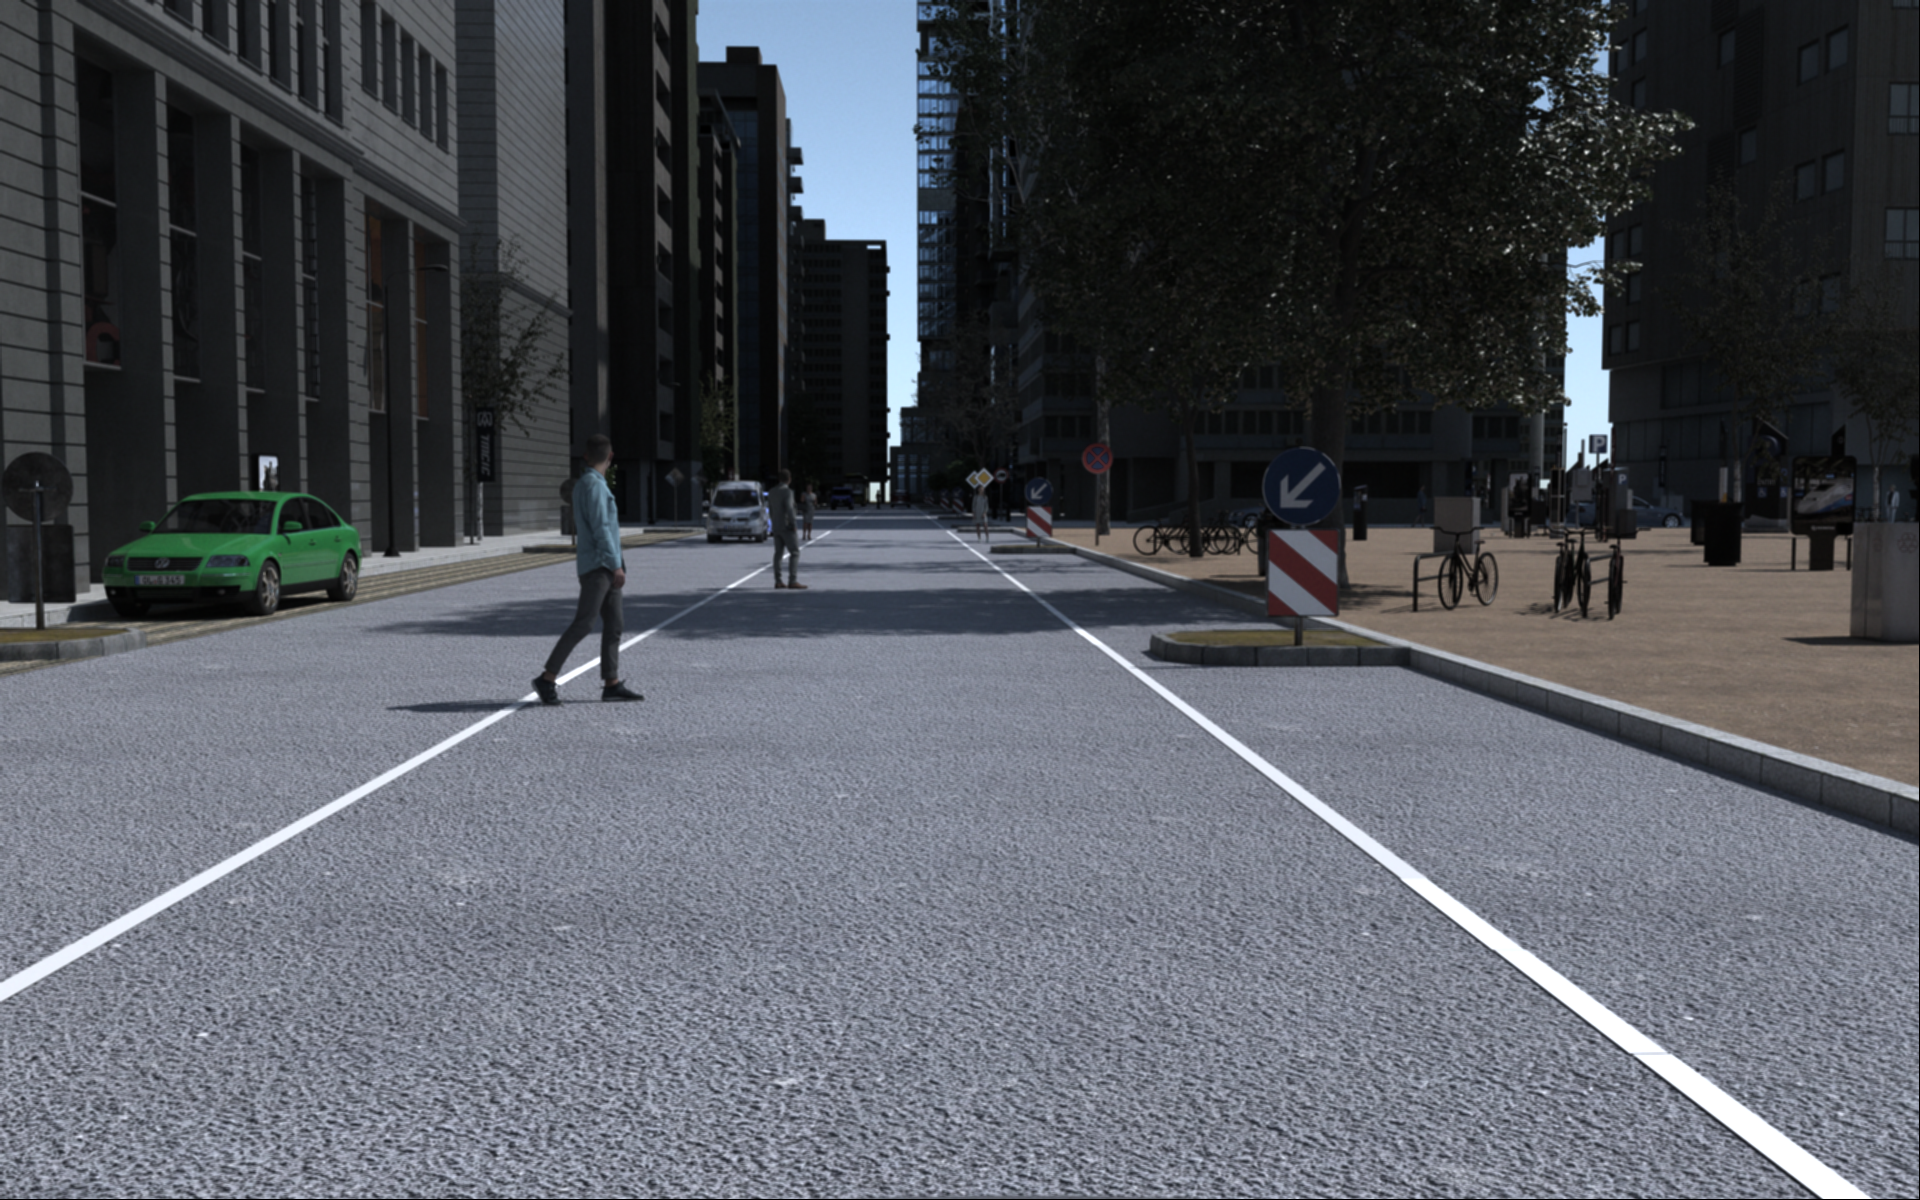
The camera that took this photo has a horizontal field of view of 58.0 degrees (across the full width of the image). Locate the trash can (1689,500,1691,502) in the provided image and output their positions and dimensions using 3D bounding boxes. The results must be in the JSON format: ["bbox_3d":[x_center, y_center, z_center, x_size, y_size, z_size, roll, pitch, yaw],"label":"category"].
[{"bbox_3d":[18.652,-1.942,43.411,0.748,1.137,0.748,0,3,0],"label":"trash can"}]

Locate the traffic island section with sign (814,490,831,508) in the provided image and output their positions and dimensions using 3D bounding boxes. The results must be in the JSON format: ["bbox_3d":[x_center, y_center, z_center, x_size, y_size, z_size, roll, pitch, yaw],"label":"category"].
[{"bbox_3d":[-14.301,-10.146,174.521,1.989,1.847,2.006,0,4,-2],"label":"traffic island section with sign"}]

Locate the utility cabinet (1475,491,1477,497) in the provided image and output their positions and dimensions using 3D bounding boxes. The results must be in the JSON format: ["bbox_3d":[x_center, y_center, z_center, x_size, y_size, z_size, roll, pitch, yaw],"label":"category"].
[{"bbox_3d":[39.424,-7.585,132.689,1.173,1.500,0.318,3,4,36],"label":"utility cabinet"}]

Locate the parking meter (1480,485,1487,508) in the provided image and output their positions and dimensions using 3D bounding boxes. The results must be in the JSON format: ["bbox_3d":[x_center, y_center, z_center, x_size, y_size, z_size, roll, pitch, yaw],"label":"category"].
[{"bbox_3d":[34.077,-6.548,112.778,0.399,1.863,0.255,3,5,43],"label":"parking meter"}]

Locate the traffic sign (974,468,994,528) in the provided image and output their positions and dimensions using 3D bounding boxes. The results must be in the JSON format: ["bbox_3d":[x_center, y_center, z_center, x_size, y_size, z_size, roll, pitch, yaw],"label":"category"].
[{"bbox_3d":[0.902,-3.763,65.171,0.795,2.450,0.064,0,4,-2],"label":"traffic sign"}]

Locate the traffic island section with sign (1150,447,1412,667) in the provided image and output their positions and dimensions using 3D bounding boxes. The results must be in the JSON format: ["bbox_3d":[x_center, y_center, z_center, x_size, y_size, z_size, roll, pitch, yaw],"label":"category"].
[{"bbox_3d":[2.736,-0.409,15.320,1.989,1.847,2.006,0,4,-2],"label":"traffic island section with sign"}]

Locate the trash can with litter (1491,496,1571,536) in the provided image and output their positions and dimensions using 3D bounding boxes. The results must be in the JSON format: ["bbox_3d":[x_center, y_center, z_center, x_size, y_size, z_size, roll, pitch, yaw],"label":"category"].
[{"bbox_3d":[17.441,-2.578,53.203,1.678,1.210,2.233,-3,5,-42],"label":"trash can with litter"}]

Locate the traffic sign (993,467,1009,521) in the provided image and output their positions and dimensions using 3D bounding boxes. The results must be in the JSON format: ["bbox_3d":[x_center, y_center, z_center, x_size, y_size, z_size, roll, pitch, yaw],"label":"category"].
[{"bbox_3d":[1.972,-5.056,82.776,0.768,2.556,0.104,0,4,3],"label":"traffic sign"}]

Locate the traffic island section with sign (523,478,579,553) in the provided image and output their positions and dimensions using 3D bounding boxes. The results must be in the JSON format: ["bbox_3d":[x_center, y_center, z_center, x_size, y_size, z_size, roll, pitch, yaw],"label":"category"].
[{"bbox_3d":[-9.529,-2.073,42.529,1.989,1.847,2.006,0,4,-2],"label":"traffic island section with sign"}]

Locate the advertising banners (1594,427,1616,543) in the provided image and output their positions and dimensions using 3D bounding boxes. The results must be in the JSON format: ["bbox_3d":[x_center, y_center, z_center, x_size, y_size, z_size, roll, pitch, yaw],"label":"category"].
[{"bbox_3d":[17.166,-3.047,46.011,0.090,3.025,2.074,1,4,10],"label":"advertising banners"}]

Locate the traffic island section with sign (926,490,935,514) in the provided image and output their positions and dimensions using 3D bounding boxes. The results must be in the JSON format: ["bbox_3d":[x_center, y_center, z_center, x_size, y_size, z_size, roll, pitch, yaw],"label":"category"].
[{"bbox_3d":[-1.245,-7.137,125.323,1.989,1.847,2.006,0,4,-2],"label":"traffic island section with sign"}]

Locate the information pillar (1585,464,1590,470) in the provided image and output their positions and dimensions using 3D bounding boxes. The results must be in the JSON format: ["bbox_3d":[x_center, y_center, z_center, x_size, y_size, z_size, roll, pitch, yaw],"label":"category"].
[{"bbox_3d":[49.232,-8.857,136.165,0.504,3.616,0.183,2,4,27],"label":"information pillar"}]

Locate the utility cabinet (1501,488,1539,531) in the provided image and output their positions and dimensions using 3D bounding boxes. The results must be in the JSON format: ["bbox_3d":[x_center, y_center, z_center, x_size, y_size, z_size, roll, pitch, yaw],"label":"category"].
[{"bbox_3d":[18.943,-3.055,58.635,1.173,1.500,0.318,0,4,-5],"label":"utility cabinet"}]

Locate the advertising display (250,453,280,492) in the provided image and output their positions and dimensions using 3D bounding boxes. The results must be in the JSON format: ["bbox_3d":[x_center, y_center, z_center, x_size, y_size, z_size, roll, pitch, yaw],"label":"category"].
[{"bbox_3d":[-10.939,-1.352,27.318,0.123,1.923,0.974,0,4,-3],"label":"advertising display"}]

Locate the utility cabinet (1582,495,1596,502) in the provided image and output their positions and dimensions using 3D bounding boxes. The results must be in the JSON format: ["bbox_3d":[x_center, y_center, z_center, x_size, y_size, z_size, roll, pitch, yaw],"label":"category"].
[{"bbox_3d":[31.619,-4.609,86.511,1.020,1.237,0.306,2,4,34],"label":"utility cabinet"}]

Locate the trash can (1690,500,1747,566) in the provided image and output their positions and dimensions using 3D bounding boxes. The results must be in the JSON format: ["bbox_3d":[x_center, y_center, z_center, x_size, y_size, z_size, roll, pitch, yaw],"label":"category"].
[{"bbox_3d":[13.632,-1.180,30.945,0.748,1.137,0.748,0,3,0],"label":"trash can"}]

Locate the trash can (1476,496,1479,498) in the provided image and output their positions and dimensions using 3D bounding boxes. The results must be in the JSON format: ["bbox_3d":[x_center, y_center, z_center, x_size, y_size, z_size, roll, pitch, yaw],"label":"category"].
[{"bbox_3d":[39.618,-7.527,134.715,0.748,1.137,0.748,0,3,0],"label":"trash can"}]

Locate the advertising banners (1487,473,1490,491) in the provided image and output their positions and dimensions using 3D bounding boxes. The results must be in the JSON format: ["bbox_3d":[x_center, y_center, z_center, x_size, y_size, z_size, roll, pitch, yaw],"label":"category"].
[{"bbox_3d":[43.683,-9.077,144.589,2.074,3.025,0.090,-3,4,-38],"label":"advertising banners"}]

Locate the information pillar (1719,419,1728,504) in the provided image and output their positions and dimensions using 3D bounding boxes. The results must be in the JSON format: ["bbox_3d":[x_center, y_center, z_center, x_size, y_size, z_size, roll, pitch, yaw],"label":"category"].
[{"bbox_3d":[23.877,-3.842,54.170,0.183,3.616,0.504,0,4,7],"label":"information pillar"}]

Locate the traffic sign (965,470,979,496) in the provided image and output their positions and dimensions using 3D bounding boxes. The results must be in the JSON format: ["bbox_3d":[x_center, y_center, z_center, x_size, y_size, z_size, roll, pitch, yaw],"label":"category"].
[{"bbox_3d":[0.613,-4.251,73.151,0.795,2.450,0.064,0,4,-2],"label":"traffic sign"}]

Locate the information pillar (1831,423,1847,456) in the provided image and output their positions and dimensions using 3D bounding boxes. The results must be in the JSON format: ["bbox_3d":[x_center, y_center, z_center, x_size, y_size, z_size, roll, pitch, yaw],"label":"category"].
[{"bbox_3d":[29.102,-4.038,57.380,0.183,3.616,0.504,-2,4,-31],"label":"information pillar"}]

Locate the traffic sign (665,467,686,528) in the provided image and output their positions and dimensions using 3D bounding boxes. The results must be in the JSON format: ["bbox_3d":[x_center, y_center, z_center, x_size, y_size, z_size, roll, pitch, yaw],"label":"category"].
[{"bbox_3d":[-10.636,-3.739,64.776,0.795,2.450,0.064,0,4,-2],"label":"traffic sign"}]

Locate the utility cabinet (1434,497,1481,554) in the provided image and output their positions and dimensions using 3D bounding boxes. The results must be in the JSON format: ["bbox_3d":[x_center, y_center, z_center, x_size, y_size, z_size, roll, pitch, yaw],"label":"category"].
[{"bbox_3d":[10.696,-1.597,37.273,0.306,1.237,1.020,-2,4,-35],"label":"utility cabinet"}]

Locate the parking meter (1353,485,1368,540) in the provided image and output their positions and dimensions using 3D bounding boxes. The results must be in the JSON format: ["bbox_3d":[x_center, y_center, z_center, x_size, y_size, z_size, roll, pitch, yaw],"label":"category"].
[{"bbox_3d":[11.099,-2.422,48.019,0.372,1.533,0.369,0,3,0],"label":"parking meter"}]

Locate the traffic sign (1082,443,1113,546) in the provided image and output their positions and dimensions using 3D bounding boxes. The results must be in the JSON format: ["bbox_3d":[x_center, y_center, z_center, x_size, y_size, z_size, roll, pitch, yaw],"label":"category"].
[{"bbox_3d":[3.409,-2.622,42.973,0.768,2.556,0.104,0,4,3],"label":"traffic sign"}]

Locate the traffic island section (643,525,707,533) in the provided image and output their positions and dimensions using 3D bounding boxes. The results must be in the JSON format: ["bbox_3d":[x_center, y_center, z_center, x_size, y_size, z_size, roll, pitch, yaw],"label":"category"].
[{"bbox_3d":[-10.659,-2.603,64.837,2.009,0.180,2.903,0,4,-2],"label":"traffic island section"}]

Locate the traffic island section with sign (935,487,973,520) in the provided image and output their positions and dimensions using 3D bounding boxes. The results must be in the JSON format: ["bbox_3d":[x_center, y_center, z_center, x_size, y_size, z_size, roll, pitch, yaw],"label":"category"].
[{"bbox_3d":[-0.257,-5.467,98.019,1.989,1.847,2.006,0,4,-2],"label":"traffic island section with sign"}]

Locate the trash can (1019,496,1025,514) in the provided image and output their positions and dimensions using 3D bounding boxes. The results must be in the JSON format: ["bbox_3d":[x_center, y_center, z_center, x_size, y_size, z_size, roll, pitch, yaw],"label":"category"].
[{"bbox_3d":[4.177,-6.172,112.567,0.748,1.137,0.748,0,3,0],"label":"trash can"}]

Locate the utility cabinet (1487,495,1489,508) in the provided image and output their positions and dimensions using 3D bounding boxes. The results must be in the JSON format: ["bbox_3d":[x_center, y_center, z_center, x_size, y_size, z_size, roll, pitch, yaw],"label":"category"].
[{"bbox_3d":[41.042,-7.510,133.952,1.020,1.237,0.306,3,4,39],"label":"utility cabinet"}]

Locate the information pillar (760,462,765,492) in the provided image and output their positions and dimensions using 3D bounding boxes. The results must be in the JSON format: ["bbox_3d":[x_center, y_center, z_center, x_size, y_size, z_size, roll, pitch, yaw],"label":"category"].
[{"bbox_3d":[-14.563,-8.355,127.959,0.183,3.616,0.504,2,4,28],"label":"information pillar"}]

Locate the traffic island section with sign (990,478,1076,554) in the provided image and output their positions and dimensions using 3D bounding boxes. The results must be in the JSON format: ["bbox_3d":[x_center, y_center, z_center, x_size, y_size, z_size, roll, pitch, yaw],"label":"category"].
[{"bbox_3d":[1.756,-2.057,42.258,1.989,1.847,2.006,0,4,-2],"label":"traffic island section with sign"}]

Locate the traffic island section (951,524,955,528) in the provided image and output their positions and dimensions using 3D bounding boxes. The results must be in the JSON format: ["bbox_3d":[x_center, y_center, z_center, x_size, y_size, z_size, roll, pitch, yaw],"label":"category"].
[{"bbox_3d":[0.636,-3.116,73.229,2.009,0.180,2.903,0,4,-2],"label":"traffic island section"}]

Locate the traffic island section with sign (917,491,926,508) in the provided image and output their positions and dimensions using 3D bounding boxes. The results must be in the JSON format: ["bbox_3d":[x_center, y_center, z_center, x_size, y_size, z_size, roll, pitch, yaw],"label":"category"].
[{"bbox_3d":[-3.089,-10.233,175.943,1.989,1.847,2.006,0,4,-2],"label":"traffic island section with sign"}]

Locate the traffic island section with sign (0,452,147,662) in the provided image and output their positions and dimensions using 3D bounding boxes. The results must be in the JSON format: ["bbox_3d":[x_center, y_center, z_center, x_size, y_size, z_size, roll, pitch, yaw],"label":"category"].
[{"bbox_3d":[-8.551,-0.426,15.592,1.989,1.847,2.006,0,4,-2],"label":"traffic island section with sign"}]

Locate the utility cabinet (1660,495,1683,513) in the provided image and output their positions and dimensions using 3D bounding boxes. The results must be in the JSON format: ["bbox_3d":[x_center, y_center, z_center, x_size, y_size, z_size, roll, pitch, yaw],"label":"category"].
[{"bbox_3d":[34.566,-4.462,84.120,1.020,1.237,0.306,2,4,26],"label":"utility cabinet"}]

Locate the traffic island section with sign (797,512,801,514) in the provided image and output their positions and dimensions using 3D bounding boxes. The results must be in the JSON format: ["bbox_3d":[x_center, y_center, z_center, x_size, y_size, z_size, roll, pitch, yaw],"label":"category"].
[{"bbox_3d":[-12.520,-7.134,125.271,1.989,1.847,2.006,0,4,-2],"label":"traffic island section with sign"}]

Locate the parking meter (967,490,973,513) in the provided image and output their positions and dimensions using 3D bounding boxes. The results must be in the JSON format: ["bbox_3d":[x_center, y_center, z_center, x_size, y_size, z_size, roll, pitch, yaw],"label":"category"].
[{"bbox_3d":[0.758,-7.564,132.075,0.372,1.533,0.369,0,3,0],"label":"parking meter"}]

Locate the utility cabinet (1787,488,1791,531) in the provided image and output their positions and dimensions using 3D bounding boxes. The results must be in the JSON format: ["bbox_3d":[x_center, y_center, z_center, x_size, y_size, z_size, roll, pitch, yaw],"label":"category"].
[{"bbox_3d":[28.225,-3.115,59.613,0.318,1.500,1.173,-3,4,-38],"label":"utility cabinet"}]

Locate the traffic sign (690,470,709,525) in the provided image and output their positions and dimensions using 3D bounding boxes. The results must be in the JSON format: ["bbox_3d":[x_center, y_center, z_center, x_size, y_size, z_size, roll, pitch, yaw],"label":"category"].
[{"bbox_3d":[-10.925,-4.227,72.756,0.795,2.450,0.064,0,4,-2],"label":"traffic sign"}]

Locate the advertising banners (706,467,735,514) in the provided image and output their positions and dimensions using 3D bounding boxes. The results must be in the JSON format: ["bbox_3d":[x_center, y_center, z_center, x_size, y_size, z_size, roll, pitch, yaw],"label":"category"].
[{"bbox_3d":[-15.624,-7.145,113.010,2.074,3.025,0.090,1,4,17],"label":"advertising banners"}]

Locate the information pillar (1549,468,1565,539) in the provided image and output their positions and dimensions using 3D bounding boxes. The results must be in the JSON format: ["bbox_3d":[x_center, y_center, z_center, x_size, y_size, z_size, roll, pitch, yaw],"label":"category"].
[{"bbox_3d":[17.164,-2.769,49.763,0.304,2.012,0.304,-3,5,-39],"label":"information pillar"}]

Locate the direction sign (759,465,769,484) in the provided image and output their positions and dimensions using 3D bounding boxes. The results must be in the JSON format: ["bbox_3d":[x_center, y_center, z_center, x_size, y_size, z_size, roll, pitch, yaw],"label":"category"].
[{"bbox_3d":[-15.473,-8.864,136.928,0.876,3.537,0.379,1,4,16],"label":"direction sign"}]

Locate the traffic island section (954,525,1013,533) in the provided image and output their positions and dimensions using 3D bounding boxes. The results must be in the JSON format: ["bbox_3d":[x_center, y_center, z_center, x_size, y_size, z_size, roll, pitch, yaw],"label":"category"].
[{"bbox_3d":[0.925,-2.628,65.249,2.009,0.180,2.903,0,4,-2],"label":"traffic island section"}]

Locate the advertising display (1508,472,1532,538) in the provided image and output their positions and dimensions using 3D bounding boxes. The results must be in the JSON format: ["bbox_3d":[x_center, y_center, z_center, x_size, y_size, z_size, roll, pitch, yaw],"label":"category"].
[{"bbox_3d":[16.388,-2.783,50.711,0.123,1.923,0.974,-1,4,-18],"label":"advertising display"}]

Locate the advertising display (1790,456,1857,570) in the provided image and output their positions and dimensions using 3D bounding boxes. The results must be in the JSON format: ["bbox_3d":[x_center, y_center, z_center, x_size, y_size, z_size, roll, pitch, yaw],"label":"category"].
[{"bbox_3d":[14.535,-1.466,29.178,0.974,1.923,0.123,1,4,17],"label":"advertising display"}]
